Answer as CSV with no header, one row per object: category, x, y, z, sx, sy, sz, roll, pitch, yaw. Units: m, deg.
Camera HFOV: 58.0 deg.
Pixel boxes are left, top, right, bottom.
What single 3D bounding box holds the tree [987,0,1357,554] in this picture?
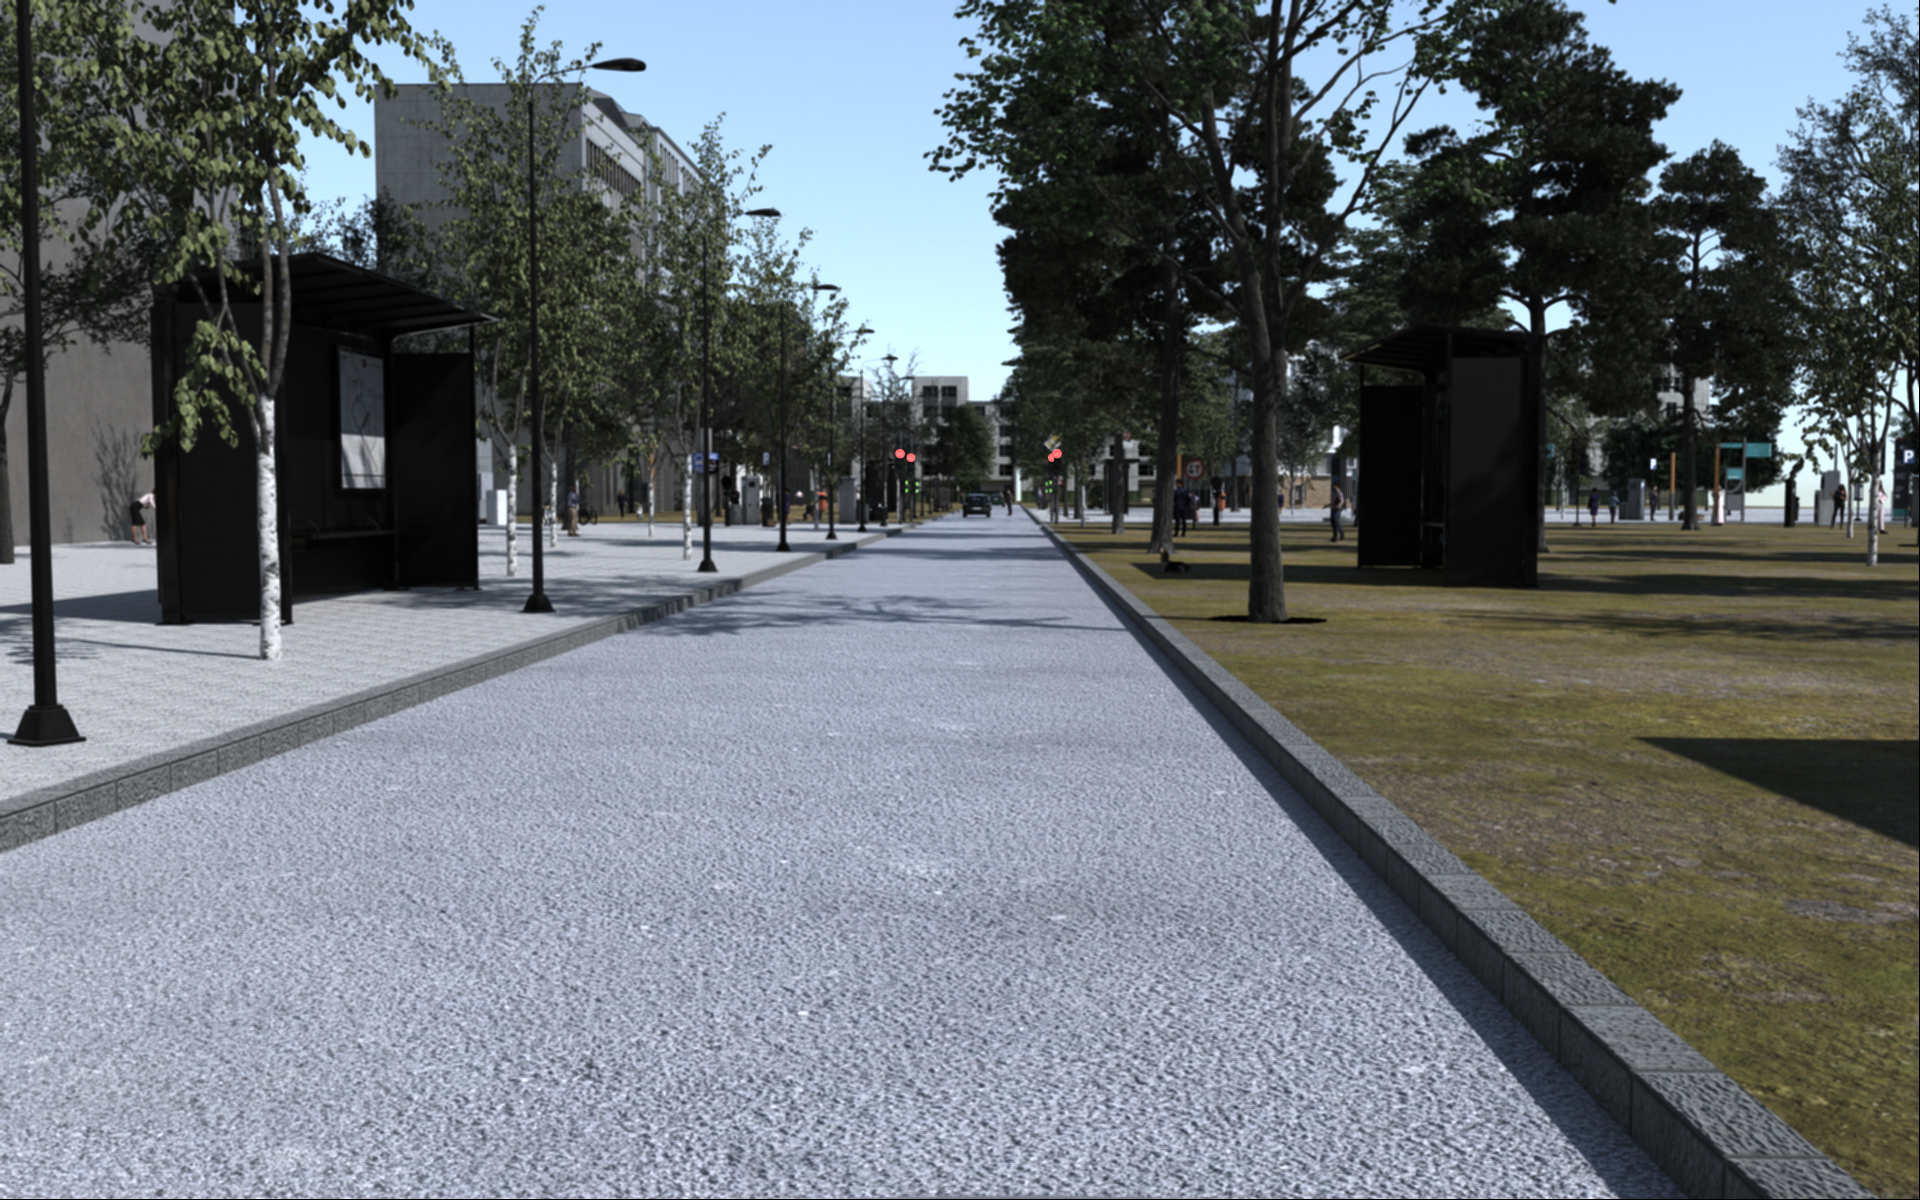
tree,4.519,-7.907,36.705,7.806,13.903,7.818,0,3,0

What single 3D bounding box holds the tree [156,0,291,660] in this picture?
tree,-5.580,-3.838,13.120,4.737,8.622,4.395,0,3,0

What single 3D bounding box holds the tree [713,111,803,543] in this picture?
tree,-5.397,-5.111,33.930,4.737,8.622,4.395,0,3,0

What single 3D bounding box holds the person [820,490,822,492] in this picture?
person,-16.151,-11.939,201.270,1.348,1.821,0.705,-2,4,-27

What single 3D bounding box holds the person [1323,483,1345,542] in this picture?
person,9.968,-2.324,46.000,0.435,1.587,0.963,-1,4,-15

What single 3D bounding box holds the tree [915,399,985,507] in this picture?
tree,-1.296,-14.494,171.390,8.767,10.594,7.601,1,4,11

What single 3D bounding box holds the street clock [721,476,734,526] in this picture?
street clock,-9.256,-3.935,68.915,0.471,2.002,0.358,0,4,4

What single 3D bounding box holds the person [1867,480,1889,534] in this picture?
person,29.519,-2.998,55.733,0.551,1.740,0.621,-2,4,-33

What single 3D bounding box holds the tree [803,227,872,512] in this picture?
tree,-4.521,-5.756,44.467,4.737,8.622,4.395,0,3,0

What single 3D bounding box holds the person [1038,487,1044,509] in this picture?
person,6.922,-8.630,147.012,0.599,1.838,0.709,1,4,22

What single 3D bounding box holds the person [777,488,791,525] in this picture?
person,-7.192,-3.811,70.717,0.546,1.535,0.453,0,4,-6

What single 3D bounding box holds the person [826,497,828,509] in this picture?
person,-12.002,-8.775,152.698,0.799,1.438,0.628,-3,5,-39

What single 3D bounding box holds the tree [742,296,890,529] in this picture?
tree,-5.386,-6.933,63.720,4.360,8.622,3.978,0,3,0

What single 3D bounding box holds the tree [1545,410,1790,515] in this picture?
tree,46.766,-9.084,111.431,11.467,7.101,20.602,-1,4,-18

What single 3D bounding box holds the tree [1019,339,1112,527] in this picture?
tree,4.584,-7.160,67.434,4.737,8.622,4.395,0,3,0

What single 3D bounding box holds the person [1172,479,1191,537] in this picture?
person,6.570,-2.771,52.050,0.576,1.737,0.504,-3,4,-38

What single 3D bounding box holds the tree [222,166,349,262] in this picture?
tree,-15.545,-5.414,38.883,4.360,8.622,3.978,0,3,0

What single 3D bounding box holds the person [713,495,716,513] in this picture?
person,-16.530,-6.659,117.459,0.613,1.512,0.480,0,4,8

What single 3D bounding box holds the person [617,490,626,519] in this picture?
person,-17.303,-4.889,88.527,0.480,1.512,0.613,-1,4,-22

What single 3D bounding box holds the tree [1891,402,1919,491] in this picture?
tree,59.701,-8.362,99.629,11.467,7.101,20.602,-1,4,-10

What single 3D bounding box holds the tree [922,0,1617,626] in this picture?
tree,3.030,-5.592,17.187,9.928,11.665,9.643,0,3,0

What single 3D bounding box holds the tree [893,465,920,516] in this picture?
tree,-3.140,-6.698,104.105,1.663,3.219,1.824,0,3,0

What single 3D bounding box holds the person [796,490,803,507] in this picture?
person,-16.004,-10.132,172.640,0.756,1.711,0.436,0,4,-5

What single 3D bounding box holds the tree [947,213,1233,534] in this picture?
tree,4.706,-8.408,55.605,7.486,12.596,7.792,0,3,0

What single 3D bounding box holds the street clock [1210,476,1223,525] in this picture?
street clock,10.479,-4.048,70.748,0.471,2.002,0.358,2,4,33

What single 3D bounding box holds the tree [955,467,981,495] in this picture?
tree,0.812,-13.589,205.885,4.285,4.588,4.351,0,3,0

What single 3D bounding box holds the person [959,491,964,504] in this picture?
person,0.239,-13.563,228.505,0.721,1.736,1.217,-3,5,-42

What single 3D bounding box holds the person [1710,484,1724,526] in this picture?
person,30.424,-3.849,69.637,0.621,1.740,0.551,0,4,3

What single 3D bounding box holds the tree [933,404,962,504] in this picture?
tree,-0.022,-19.927,233.233,7.806,13.903,7.818,0,3,0

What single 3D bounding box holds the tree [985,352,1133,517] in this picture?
tree,5.970,-9.941,96.951,8.767,10.594,7.601,0,4,0

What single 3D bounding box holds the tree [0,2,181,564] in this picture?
tree,-17.494,-5.958,31.832,8.767,10.594,7.601,0,4,-1

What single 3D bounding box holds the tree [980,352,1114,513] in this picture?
tree,6.648,-12.685,117.767,12.009,13.543,11.850,0,3,0

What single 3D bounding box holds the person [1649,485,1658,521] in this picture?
person,33.017,-4.619,82.486,0.541,1.710,0.530,-2,4,-24

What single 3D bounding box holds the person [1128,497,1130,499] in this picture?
person,14.103,-8.602,148.648,0.963,1.587,0.435,0,4,6

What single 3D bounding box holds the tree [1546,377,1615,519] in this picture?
tree,31.488,-8.523,89.706,4.737,8.622,4.395,0,3,0

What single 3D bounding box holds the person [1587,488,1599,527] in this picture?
person,24.765,-3.636,67.858,0.453,1.535,0.546,-2,4,-25

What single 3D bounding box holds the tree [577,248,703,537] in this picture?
tree,-9.252,-6.183,51.452,4.360,8.622,3.978,0,3,0

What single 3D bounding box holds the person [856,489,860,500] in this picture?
person,-9.070,-8.926,152.646,0.551,1.740,0.621,-3,5,-40

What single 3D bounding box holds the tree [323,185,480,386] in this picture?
tree,-17.999,-7.188,51.932,7.601,10.594,8.767,-1,4,-10

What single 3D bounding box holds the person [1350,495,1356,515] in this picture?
person,23.804,-5.934,103.615,0.990,1.755,0.434,1,4,18

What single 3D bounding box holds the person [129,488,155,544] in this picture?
person,-20.778,-2.142,44.258,0.628,1.438,0.799,2,4,25

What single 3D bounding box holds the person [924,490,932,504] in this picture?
person,-4.071,-13.092,220.086,1.348,1.826,0.705,2,4,33

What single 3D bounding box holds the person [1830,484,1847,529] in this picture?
person,32.075,-3.409,63.252,0.593,1.643,0.415,0,4,-8

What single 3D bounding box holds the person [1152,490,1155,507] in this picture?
person,17.056,-8.792,151.253,0.566,1.644,0.517,-1,4,-15

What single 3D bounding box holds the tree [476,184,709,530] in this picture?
tree,-13.853,-8.521,61.372,6.751,12.117,7.091,0,3,0

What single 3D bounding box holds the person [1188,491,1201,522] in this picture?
person,10.875,-4.350,80.394,0.697,1.427,0.421,-2,4,-25

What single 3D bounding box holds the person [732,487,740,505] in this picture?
person,-13.710,-6.057,105.772,0.576,1.737,0.504,1,4,13

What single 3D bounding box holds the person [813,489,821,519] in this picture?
person,-7.126,-4.837,87.340,0.499,1.552,0.429,2,4,32

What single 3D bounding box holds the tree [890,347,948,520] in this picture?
tree,-2.831,-8.261,85.431,4.360,8.622,3.978,0,3,0

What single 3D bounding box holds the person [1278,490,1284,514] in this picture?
person,20.680,-6.324,111.814,0.453,1.535,0.546,0,4,-3
